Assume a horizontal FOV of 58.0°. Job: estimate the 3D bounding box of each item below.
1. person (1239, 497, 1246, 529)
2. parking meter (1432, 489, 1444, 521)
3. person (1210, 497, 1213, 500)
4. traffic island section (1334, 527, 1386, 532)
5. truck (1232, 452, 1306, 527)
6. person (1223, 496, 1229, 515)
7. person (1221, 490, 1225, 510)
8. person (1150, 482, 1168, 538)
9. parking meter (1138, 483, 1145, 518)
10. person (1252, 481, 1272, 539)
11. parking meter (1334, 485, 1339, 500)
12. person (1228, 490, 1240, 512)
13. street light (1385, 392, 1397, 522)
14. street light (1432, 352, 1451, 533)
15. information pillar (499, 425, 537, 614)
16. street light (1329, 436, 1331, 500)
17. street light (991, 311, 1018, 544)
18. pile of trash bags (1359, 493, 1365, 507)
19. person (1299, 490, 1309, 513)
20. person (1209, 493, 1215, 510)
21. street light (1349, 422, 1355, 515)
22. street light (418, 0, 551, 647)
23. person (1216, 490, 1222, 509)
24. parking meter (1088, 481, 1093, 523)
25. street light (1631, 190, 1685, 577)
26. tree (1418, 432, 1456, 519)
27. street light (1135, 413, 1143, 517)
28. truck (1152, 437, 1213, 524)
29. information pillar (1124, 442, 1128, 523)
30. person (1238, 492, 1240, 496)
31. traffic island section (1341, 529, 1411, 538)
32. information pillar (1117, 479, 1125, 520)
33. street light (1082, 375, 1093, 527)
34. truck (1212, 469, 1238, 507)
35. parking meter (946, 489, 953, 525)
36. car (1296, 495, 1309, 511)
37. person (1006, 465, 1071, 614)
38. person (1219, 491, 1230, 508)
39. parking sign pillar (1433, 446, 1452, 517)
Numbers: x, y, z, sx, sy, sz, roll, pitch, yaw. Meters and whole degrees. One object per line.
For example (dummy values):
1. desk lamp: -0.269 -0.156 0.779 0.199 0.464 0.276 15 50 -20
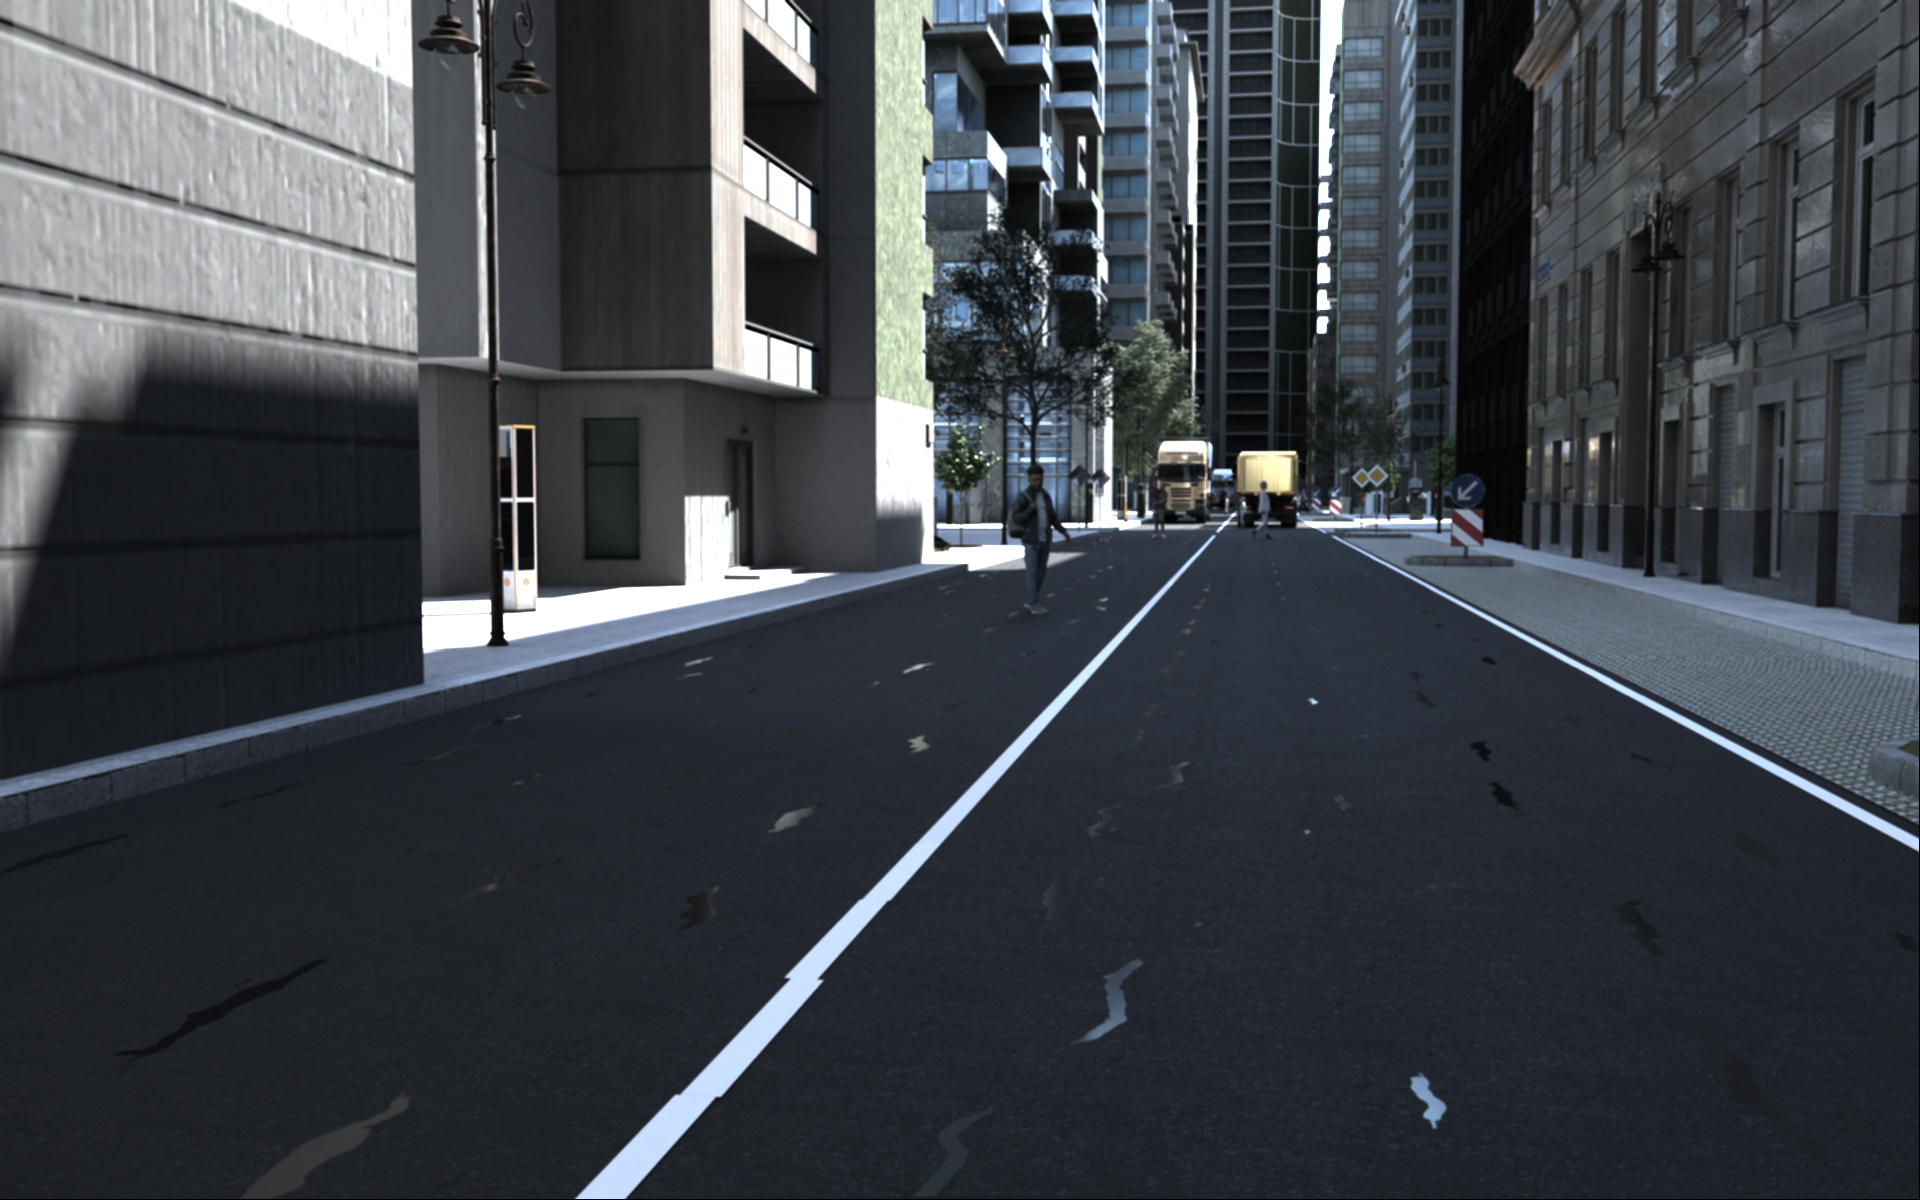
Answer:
1. person: 11.713 -3.616 71.899 0.394 1.301 0.425 -1 4 -17
2. parking meter: 22.985 -4.563 83.018 0.372 1.533 0.369 0 3 0
3. person: 21.265 -8.499 148.240 0.721 1.735 1.217 3 5 44
4. traffic island section: 15.114 -2.621 65.136 2.009 0.180 2.903 1 4 10
5. truck: 13.877 -5.020 77.996 3.469 3.379 9.791 1 4 10
6. person: 18.407 -6.540 119.705 0.394 1.301 0.425 0 4 6
7. person: 24.345 -9.280 160.366 0.705 1.807 1.348 0 4 1
8. person: 6.534 -2.976 57.128 0.580 1.828 0.573 -1 4 -12
9. parking meter: 9.756 -5.348 93.155 0.255 1.863 0.399 1 4 23
10. person: 9.579 -2.848 54.940 0.818 1.842 0.514 -1 4 -17
11. parking meter: 25.112 -6.712 115.451 0.255 1.863 0.399 0 4 5
12. person: 22.634 -8.136 142.237 1.217 1.743 0.721 0 4 4
13. street light: 19.577 -6.490 78.902 0.468 5.910 1.993 1 4 10
14. street light: 15.662 -5.118 56.464 0.468 5.910 1.993 1 4 10
15. information pillar: -4.797 -0.871 18.728 0.304 2.012 0.304 2 4 35
16. street light: 29.584 -10.132 138.439 0.468 5.910 1.993 1 4 10
17. street light: 1.128 -4.353 43.963 0.468 5.910 1.993 1 4 10
18. pile of trash bags: 30.644 -7.690 135.486 3.447 1.369 1.912 -3 5 -42
19. person: 26.123 -7.495 131.448 0.834 1.777 0.661 2 4 27
20. person: 22.811 -9.131 157.802 1.348 1.822 0.705 -3 5 -40
21. street light: 24.570 -8.298 108.456 0.468 5.910 1.993 1 4 10
22. street light: -3.912 -2.550 14.475 0.468 5.910 1.993 1 4 10
23. person: 25.268 -9.727 167.544 0.705 1.823 1.348 -3 5 -42
24. parking meter: 5.689 -4.280 75.684 0.255 1.863 0.399 0 4 1
25. street light: 10.709 -3.299 26.729 0.468 5.910 1.993 1 4 10
26. tree: 25.762 -6.553 90.848 4.285 4.588 4.351 0 3 0
27. street light: 9.947 -7.564 96.461 0.468 5.910 1.993 1 4 10
28. truck: 11.391 -6.038 87.629 2.839 4.237 11.283 1 4 10
29. information pillar: 7.487 -5.307 78.125 0.183 3.616 0.504 0 4 3
30. person: 24.088 -8.531 148.702 0.721 1.735 1.217 1 4 9
31. traffic island section: 13.782 -2.140 57.262 2.009 0.180 2.903 1 4 10
32. information pillar: 8.089 -5.044 86.968 0.304 2.012 0.304 3 5 41
33. street light: 4.901 -5.761 66.974 0.468 5.910 1.993 1 4 10
34. truck: 29.968 -12.555 195.033 2.967 4.110 18.799 1 4 11
35. parking meter: -0.431 -4.088 72.543 0.255 1.863 0.399 0 4 3
36. car: 29.557 -8.525 151.750 2.083 1.381 4.827 0 4 8
37. person: 0.908 -0.732 20.822 0.721 1.781 0.623 3 5 39
38. person: 24.817 -9.364 162.322 1.217 1.743 0.721 3 4 37
39. parking sign pillar: 27.003 -6.575 95.968 1.447 3.967 1.447 1 4 21
